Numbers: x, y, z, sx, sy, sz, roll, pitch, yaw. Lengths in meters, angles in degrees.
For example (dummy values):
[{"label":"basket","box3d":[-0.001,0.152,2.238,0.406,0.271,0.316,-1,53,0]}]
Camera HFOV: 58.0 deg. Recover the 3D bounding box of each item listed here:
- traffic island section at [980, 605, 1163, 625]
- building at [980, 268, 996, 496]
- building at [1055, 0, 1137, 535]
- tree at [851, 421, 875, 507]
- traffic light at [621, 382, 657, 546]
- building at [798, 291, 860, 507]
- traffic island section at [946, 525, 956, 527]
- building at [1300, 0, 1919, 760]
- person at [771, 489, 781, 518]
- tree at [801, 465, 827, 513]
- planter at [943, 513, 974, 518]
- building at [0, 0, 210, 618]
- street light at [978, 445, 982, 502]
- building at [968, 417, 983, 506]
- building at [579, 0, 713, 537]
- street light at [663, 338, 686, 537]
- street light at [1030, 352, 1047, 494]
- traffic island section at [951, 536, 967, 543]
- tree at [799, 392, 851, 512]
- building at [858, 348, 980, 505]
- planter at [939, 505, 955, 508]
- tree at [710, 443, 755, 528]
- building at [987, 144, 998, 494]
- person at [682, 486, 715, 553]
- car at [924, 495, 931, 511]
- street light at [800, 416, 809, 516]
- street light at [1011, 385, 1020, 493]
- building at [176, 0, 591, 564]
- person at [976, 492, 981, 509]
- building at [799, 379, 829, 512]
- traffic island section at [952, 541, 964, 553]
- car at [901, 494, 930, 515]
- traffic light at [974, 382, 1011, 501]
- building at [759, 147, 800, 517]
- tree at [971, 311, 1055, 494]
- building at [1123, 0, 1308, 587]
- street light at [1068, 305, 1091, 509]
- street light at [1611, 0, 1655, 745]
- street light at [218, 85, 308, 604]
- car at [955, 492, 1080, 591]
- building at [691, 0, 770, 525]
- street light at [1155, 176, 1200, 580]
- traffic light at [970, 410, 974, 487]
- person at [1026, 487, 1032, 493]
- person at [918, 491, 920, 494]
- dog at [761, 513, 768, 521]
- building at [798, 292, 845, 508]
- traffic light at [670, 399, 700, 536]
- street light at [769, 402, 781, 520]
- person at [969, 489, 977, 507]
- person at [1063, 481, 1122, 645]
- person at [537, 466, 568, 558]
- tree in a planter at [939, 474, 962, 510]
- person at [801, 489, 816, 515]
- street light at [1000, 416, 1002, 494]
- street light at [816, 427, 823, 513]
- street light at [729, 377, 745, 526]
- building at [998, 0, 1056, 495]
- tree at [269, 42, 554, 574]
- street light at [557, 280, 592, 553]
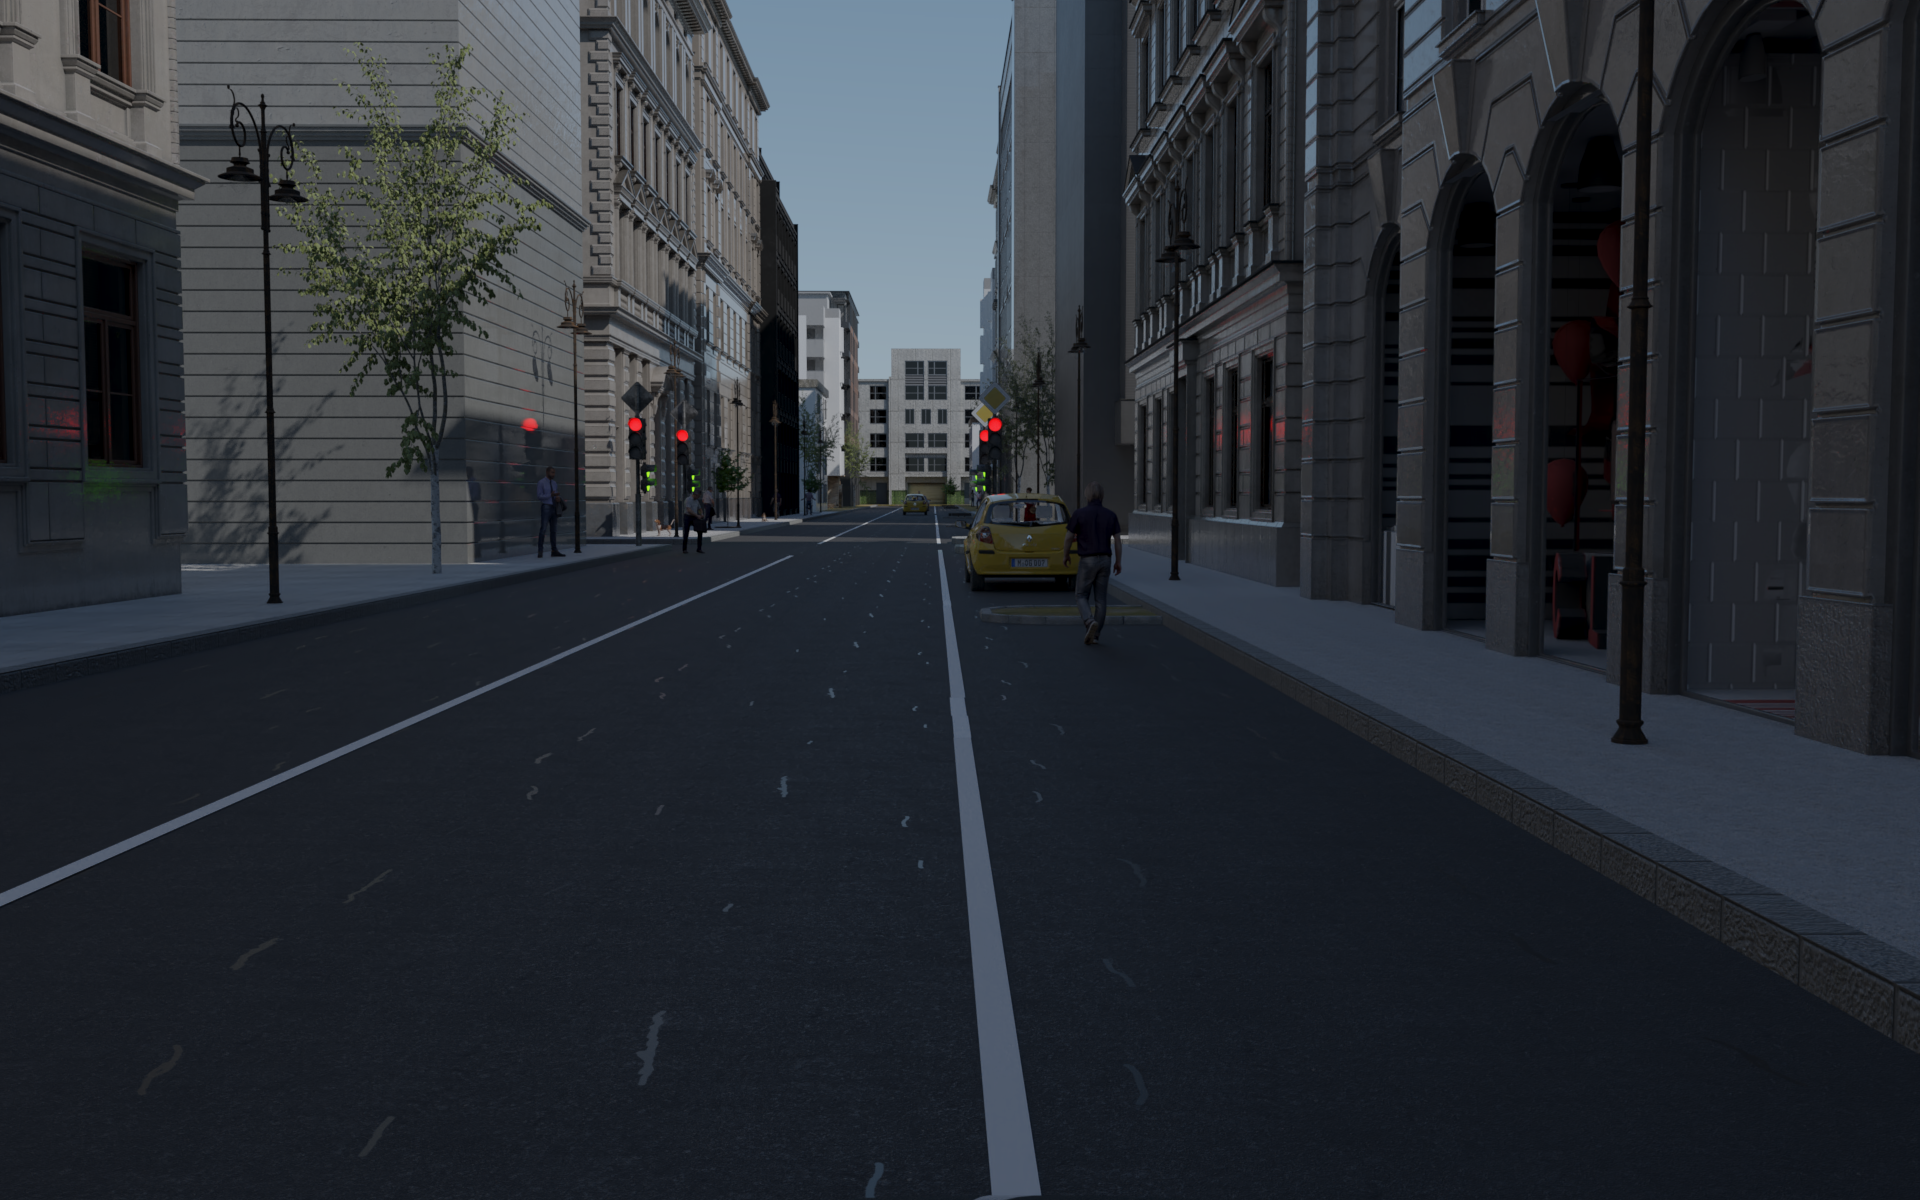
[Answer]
[{"label":"traffic island section","box3d":[1.230,0.175,20.007,1.991,0.108,1.994,0,4,-1]},{"label":"building","box3d":[10.094,-17.670,145.327,16.016,20.091,11.380,0,4,-1]},{"label":"building","box3d":[15.591,-16.199,58.355,24.014,27.812,14.314,0,4,-1]},{"label":"tree","box3d":[-10.397,-13.501,171.104,4.737,8.622,4.395,0,3,0]},{"label":"traffic light","box3d":[-7.923,-3.269,42.692,0.839,4.213,0.868,0,4,-1]},{"label":"building","box3d":[-27.621,-21.031,187.825,32.646,21.610,27.936,0,4,-1]},{"label":"traffic island section","box3d":[0.367,-3.225,75.603,1.991,0.108,1.994,0,4,-1]},{"label":"building","box3d":[10.292,-10.261,9.573,13.314,21.916,24.055,0,4,-1]},{"label":"person","box3d":[-9.771,-5.123,92.006,0.569,1.553,0.471,-1,4,-10]},{"label":"tree","box3d":[-9.926,-7.382,115.296,1.663,3.219,1.824,0,3,0]},{"label":"planter","box3d":[-0.039,-4.985,102.644,1.991,0.319,1.994,0,4,-1]},{"label":"building","box3d":[-14.829,-10.745,11.839,11.583,22.565,21.152,0,4,-1]},{"label":"street light","box3d":[1.582,-9.330,125.333,0.468,5.910,1.993,0,4,-1]},{"label":"building","box3d":[5.740,-15.052,188.246,9.099,9.664,28.070,0,4,-1]},{"label":"building","box3d":[-15.362,-14.164,60.457,11.050,23.489,19.941,0,4,-1]},{"label":"street light","box3d":[-8.468,-4.818,51.568,0.468,5.910,1.993,0,4,-1]},{"label":"street light","box3d":[2.552,-5.116,56.437,0.468,5.910,1.993,0,4,-1]},{"label":"traffic island section","box3d":[0.754,-1.753,50.941,2.009,0.180,2.903,0,4,-1]},{"label":"tree","box3d":[-10.541,-10.554,122.916,4.737,8.622,4.395,0,3,0]},{"label":"building","box3d":[-8.471,-21.543,218.680,31.486,18.905,16.747,0,4,-1]},{"label":"planter","box3d":[-1.237,-9.697,179.683,1.991,0.319,1.994,0,4,-1]},{"label":"tree","box3d":[-8.805,-4.335,65.473,1.663,3.219,1.824,0,3,0]},{"label":"building","box3d":[8.373,-19.345,113.559,12.463,27.353,25.104,0,4,-1]},{"label":"person","box3d":[-6.410,-1.905,41.855,0.590,1.554,0.614,2,4,29]},{"label":"car","box3d":[-3.453,-8.148,145.805,1.945,1.354,3.894,0,4,0]},{"label":"street light","box3d":[-9.227,-7.950,102.776,0.468,5.910,1.993,0,4,-1]},{"label":"street light","box3d":[2.397,-6.148,73.312,0.468,5.910,1.993,0,4,-1]},{"label":"building","box3d":[-23.858,-15.826,36.242,29.804,29.767,11.434,0,4,-1]},{"label":"person","box3d":[1.617,-8.679,148.890,0.436,1.711,0.756,-2,4,-27]},{"label":"building","box3d":[-15.175,-12.130,140.466,9.099,9.664,28.070,0,4,-1]},{"label":"traffic island section","box3d":[0.878,-1.265,42.957,2.009,0.180,2.903,0,4,-1]},{"label":"car","box3d":[-3.080,-6.655,119.031,2.015,1.641,3.980,0,4,-1]},{"label":"traffic light","box3d":[0.837,-3.278,42.843,0.839,4.213,0.868,0,4,-1]},{"label":"building","box3d":[-16.418,-16.754,103.605,12.332,23.373,15.834,0,4,-1]},{"label":"tree","box3d":[3.318,-7.255,68.990,4.360,8.622,3.978,0,3,0]},{"label":"building","box3d":[8.930,-10.265,32.453,10.561,19.102,19.286,0,4,-1]},{"label":"street light","box3d":[2.917,-4.264,42.510,0.468,5.910,1.993,0,4,-1]},{"label":"street light","box3d":[3.457,-2.200,8.764,0.468,5.910,1.993,0,4,-1]},{"label":"street light","box3d":[-8.052,-2.898,20.172,0.468,5.910,1.993,0,4,-1]},{"label":"car","box3d":[0.950,-1.026,27.005,2.015,1.641,3.980,0,4,-2]},{"label":"building","box3d":[-16.393,-17.464,82.806,12.463,27.353,25.104,0,4,-1]},{"label":"street light","box3d":[3.198,-3.232,25.637,0.468,5.910,1.993,0,4,-1]},{"label":"traffic light","box3d":[0.714,-3.767,50.827,0.839,4.213,0.868,0,4,-1]},{"label":"person","box3d":[2.517,-3.262,61.850,0.523,1.526,0.387,1,4,21]},{"label":"person","box3d":[-4.246,-10.275,177.042,0.990,1.755,0.434,-2,4,-25]},{"label":"dog","box3d":[-9.111,-3.887,81.290,0.550,0.427,0.748,3,4,37]},{"label":"building","box3d":[-18.683,-18.554,159.783,16.016,20.091,11.380,0,4,-1]},{"label":"traffic light","box3d":[-8.046,-3.757,50.677,0.839,4.213,0.868,0,4,-1]},{"label":"street light","box3d":[-9.092,-6.882,85.313,0.468,5.910,1.993,0,4,-1]},{"label":"person","box3d":[1.319,-10.119,172.214,1.217,1.735,0.721,3,5,43]},{"label":"person","box3d":[1.219,-0.357,16.539,0.569,1.553,0.471,2,4,25]},{"label":"person","box3d":[-8.213,-1.779,34.990,0.599,1.838,0.709,2,4,30]},{"label":"tree in a planter","box3d":[-0.830,-9.507,152.654,1.991,3.239,1.994,0,4,-1]},{"label":"person","box3d":[-9.146,-5.926,104.894,0.963,1.587,0.435,-1,4,-21]},{"label":"street light","box3d":[2.134,-7.207,90.617,0.468,5.910,1.993,0,4,-1]},{"label":"street light","box3d":[-9.633,-8.982,119.648,0.468,5.910,1.993,0,4,-1]},{"label":"street light","box3d":[-8.779,-5.850,68.441,0.468,5.910,1.993,0,4,-1]},{"label":"building","box3d":[8.371,-16.706,91.157,12.078,24.808,19.932,0,4,-1]},{"label":"tree","box3d":[-8.675,-4.726,27.627,4.737,8.622,4.395,0,3,0]},{"label":"street light","box3d":[-8.328,-3.961,37.546,0.468,5.910,1.993,0,4,-1]}]
